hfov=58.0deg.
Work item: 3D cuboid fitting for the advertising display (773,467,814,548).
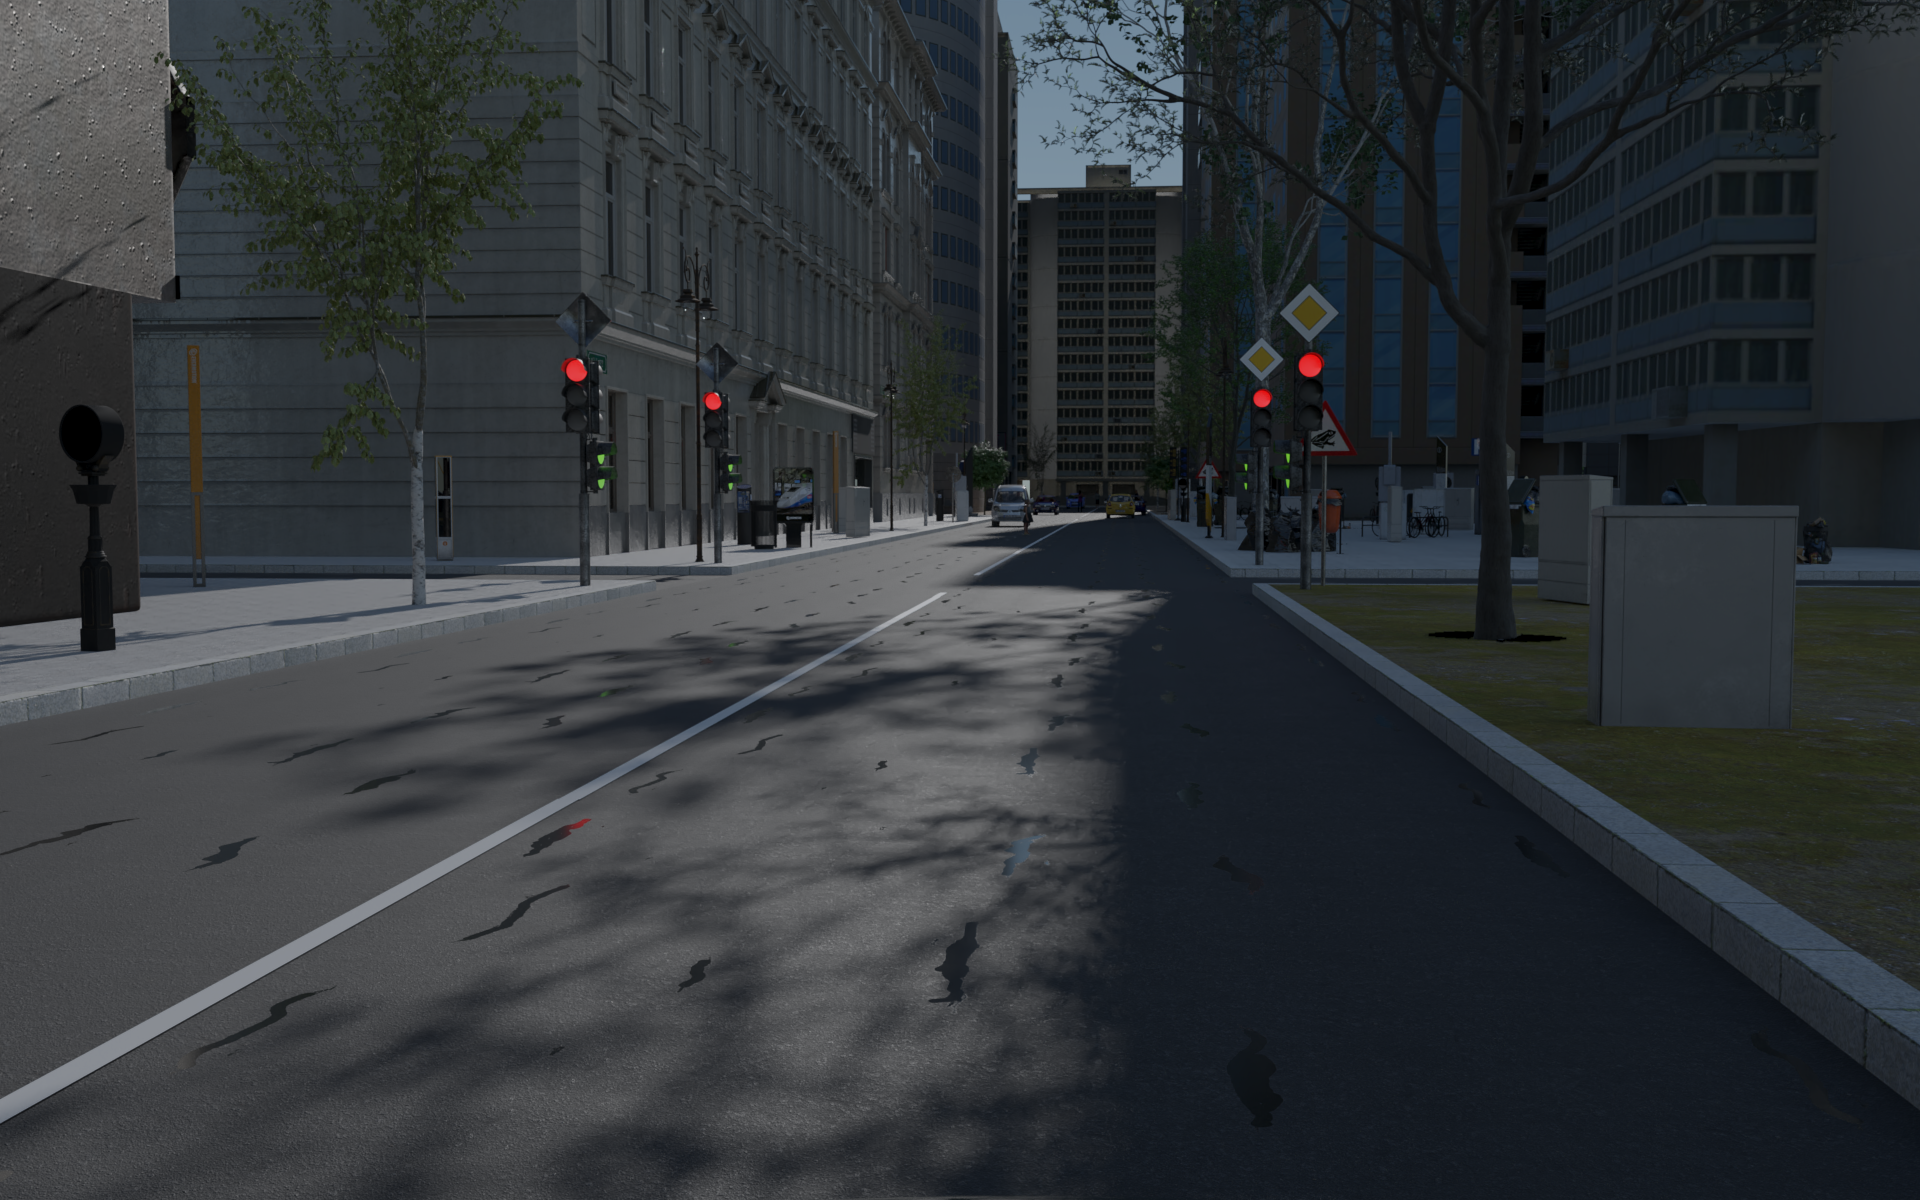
[{"bbox_3d":[-3.983,-2.215,41.426,0.974,1.923,0.123,-1,4,-14],"label":"advertising display"}]

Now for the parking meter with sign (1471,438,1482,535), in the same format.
[{"bbox_3d":[16.583,-3.579,54.775,0.543,3.016,1.738,2,4,26],"label":"parking meter with sign"}]

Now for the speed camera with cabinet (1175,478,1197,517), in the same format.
[{"bbox_3d":[13.252,-6.393,98.857,0.660,3.252,2.038,-3,5,-42],"label":"speed camera with cabinet"}]

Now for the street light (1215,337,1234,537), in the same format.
[{"bbox_3d":[7.789,-4.787,51.057,0.468,5.910,1.993,0,4,5],"label":"street light"}]

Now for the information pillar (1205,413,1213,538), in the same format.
[{"bbox_3d":[7.207,-3.595,50.137,0.183,3.616,0.504,1,4,18],"label":"information pillar"}]

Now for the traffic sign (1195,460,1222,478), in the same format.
[{"bbox_3d":[8.380,-3.573,58.421,0.884,2.594,0.081,1,4,13],"label":"traffic sign"}]

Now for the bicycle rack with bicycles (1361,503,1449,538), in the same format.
[{"bbox_3d":[13.513,-2.348,51.772,2.925,0.926,2.852,-2,4,-35],"label":"bicycle rack with bicycles"}]

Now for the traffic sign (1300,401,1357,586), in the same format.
[{"bbox_3d":[5.080,-1.478,24.169,0.884,2.594,0.081,0,4,8],"label":"traffic sign"}]

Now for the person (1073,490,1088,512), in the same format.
[{"bbox_3d":[9.434,-7.743,135.774,1.217,1.739,0.721,1,4,17],"label":"person"}]

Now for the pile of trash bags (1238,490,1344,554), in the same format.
[{"bbox_3d":[7.572,-1.750,38.371,1.912,1.369,3.447,-1,4,-14],"label":"pile of trash bags"}]

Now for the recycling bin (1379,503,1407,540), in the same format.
[{"bbox_3d":[12.220,-2.225,48.932,0.722,1.027,0.722,1,4,10],"label":"recycling bin"}]

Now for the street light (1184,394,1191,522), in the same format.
[{"bbox_3d":[10.291,-6.438,78.043,0.468,5.910,1.993,0,4,5],"label":"street light"}]

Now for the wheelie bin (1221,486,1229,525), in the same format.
[{"bbox_3d":[10.814,-3.846,70.793,0.980,1.594,0.693,-3,4,-38],"label":"wheelie bin"}]

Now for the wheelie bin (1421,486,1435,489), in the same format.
[{"bbox_3d":[18.366,-3.686,68.178,0.980,1.594,0.693,-2,4,-28],"label":"wheelie bin"}]

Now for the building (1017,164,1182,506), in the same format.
[{"bbox_3d":[17.591,-31.508,207.037,23.993,40.220,32.217,0,4,5],"label":"building"}]

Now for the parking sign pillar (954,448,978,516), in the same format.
[{"bbox_3d":[0.346,-6.821,99.989,1.447,3.967,1.447,1,4,19],"label":"parking sign pillar"}]

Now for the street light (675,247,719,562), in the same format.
[{"bbox_3d":[-4.926,-3.657,32.584,0.468,5.910,1.993,0,4,5],"label":"street light"}]

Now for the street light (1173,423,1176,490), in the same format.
[{"bbox_3d":[12.985,-8.091,105.077,0.468,5.910,1.993,0,4,5],"label":"street light"}]

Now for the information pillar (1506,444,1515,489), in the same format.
[{"bbox_3d":[25.185,-5.389,79.469,0.504,3.616,0.183,-1,4,-15],"label":"information pillar"}]

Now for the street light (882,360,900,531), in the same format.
[{"bbox_3d":[-2.371,-5.330,59.928,0.468,5.910,1.993,0,4,5],"label":"street light"}]

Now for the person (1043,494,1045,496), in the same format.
[{"bbox_3d":[6.483,-7.583,135.711,0.599,1.433,0.991,2,4,29],"label":"person"}]

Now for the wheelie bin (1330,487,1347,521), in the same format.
[{"bbox_3d":[17.741,-4.499,81.459,0.980,1.594,0.693,-1,4,-21],"label":"wheelie bin"}]

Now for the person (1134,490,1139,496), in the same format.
[{"bbox_3d":[14.928,-8.476,147.089,0.705,1.822,1.348,-2,4,-24],"label":"person"}]

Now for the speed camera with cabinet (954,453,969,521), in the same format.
[{"bbox_3d":[0.069,-5.390,82.466,0.660,3.252,2.038,0,4,-4],"label":"speed camera with cabinet"}]

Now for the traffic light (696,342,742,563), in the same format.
[{"bbox_3d":[-4.481,-2.640,32.084,0.839,4.253,0.868,0,4,5],"label":"traffic light"}]

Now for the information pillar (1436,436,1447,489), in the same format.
[{"bbox_3d":[19.425,-4.805,69.922,0.183,3.616,0.504,-3,4,-37],"label":"information pillar"}]

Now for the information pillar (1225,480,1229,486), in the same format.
[{"bbox_3d":[13.908,-5.246,90.271,0.304,2.012,0.304,2,4,33],"label":"information pillar"}]

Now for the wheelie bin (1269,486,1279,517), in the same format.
[{"bbox_3d":[12.036,-3.649,67.569,0.693,1.594,0.980,2,4,27],"label":"wheelie bin"}]

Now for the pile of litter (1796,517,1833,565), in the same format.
[{"bbox_3d":[15.601,-1.112,32.145,1.719,0.858,1.176,-3,5,-43],"label":"pile of litter"}]

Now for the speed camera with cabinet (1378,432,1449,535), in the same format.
[{"bbox_3d":[14.328,-3.704,54.896,2.038,3.252,0.660,1,4,16],"label":"speed camera with cabinet"}]

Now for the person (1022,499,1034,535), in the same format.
[{"bbox_3d":[2.399,-2.918,60.872,0.373,1.253,0.362,2,4,30],"label":"person"}]

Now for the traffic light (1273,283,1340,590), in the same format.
[{"bbox_3d":[4.638,-2.098,23.222,0.839,4.253,0.868,0,4,5],"label":"traffic light"}]

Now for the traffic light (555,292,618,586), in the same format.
[{"bbox_3d":[-5.231,-2.154,24.134,0.839,4.253,0.868,0,4,5],"label":"traffic light"}]

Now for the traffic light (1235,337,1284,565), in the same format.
[{"bbox_3d":[5.388,-2.584,31.172,0.839,4.253,0.868,0,4,5],"label":"traffic light"}]

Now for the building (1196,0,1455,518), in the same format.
[{"bbox_3d":[22.871,-28.241,111.855,14.600,45.320,14.200,0,4,5],"label":"building"}]

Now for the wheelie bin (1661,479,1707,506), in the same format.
[{"bbox_3d":[15.099,-1.731,36.214,0.980,1.594,0.693,-2,4,-28],"label":"wheelie bin"}]

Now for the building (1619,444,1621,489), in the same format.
[{"bbox_3d":[61.659,-44.422,164.556,20.611,71.187,20.563,0,4,5],"label":"building"}]

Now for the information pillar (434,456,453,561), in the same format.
[{"bbox_3d":[-9.905,-1.757,33.226,0.304,2.012,0.304,-1,4,-22],"label":"information pillar"}]

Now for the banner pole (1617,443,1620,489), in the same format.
[{"bbox_3d":[29.822,-5.412,78.497,0.401,3.779,0.863,1,4,20],"label":"banner pole"}]

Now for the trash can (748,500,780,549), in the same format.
[{"bbox_3d":[-4.568,-1.755,40.348,0.748,1.137,0.748,0,3,0],"label":"trash can"}]

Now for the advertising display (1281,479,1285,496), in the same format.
[{"bbox_3d":[13.414,-4.082,71.952,0.123,1.923,0.974,1,4,9],"label":"advertising display"}]

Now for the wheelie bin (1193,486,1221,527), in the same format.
[{"bbox_3d":[9.611,-3.662,67.779,0.980,1.594,0.693,1,4,12],"label":"wheelie bin"}]

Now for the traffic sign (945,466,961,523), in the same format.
[{"bbox_3d":[-0.317,-4.769,78.071,0.768,2.556,0.104,1,4,14],"label":"traffic sign"}]

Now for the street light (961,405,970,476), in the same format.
[{"bbox_3d":[0.223,-6.998,87.208,0.468,5.910,1.993,0,4,5],"label":"street light"}]

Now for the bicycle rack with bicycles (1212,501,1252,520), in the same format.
[{"bbox_3d":[13.832,-4.426,85.743,2.852,0.926,2.925,-1,4,-11],"label":"bicycle rack with bicycles"}]

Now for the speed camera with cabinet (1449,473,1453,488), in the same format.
[{"bbox_3d":[19.050,-4.671,70.714,2.038,3.252,0.660,0,4,-2],"label":"speed camera with cabinet"}]

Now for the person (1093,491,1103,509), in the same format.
[{"bbox_3d":[13.074,-9.472,164.151,1.217,1.735,0.721,-2,4,-35],"label":"person"}]

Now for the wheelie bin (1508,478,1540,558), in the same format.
[{"bbox_3d":[11.470,-1.675,35.294,0.693,1.594,0.980,-1,4,-22],"label":"wheelie bin"}]
